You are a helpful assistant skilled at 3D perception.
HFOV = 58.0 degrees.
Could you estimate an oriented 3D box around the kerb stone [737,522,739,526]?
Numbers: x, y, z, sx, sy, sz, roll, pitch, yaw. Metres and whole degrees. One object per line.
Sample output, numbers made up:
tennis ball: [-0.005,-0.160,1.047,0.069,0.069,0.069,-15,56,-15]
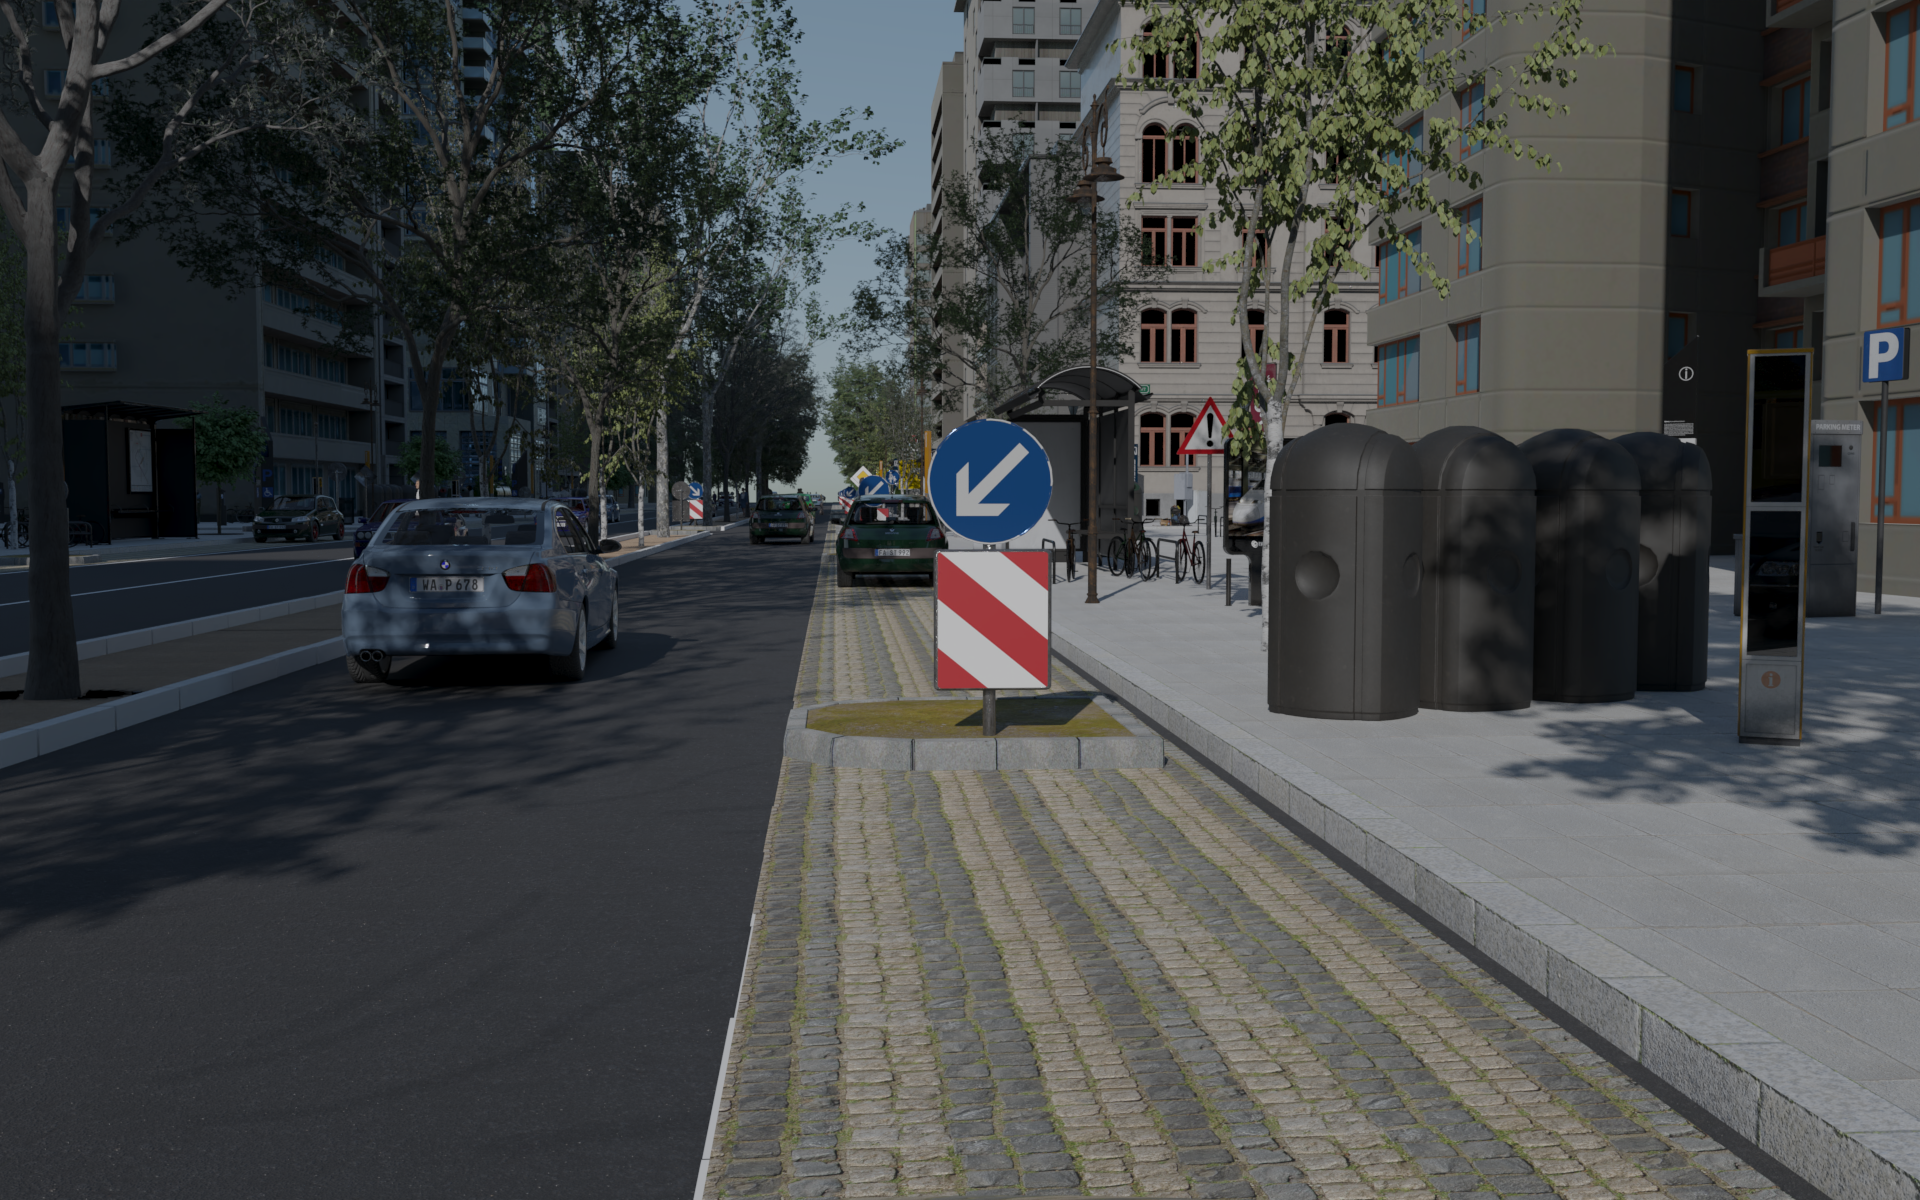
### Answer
kerb stone: [-9.906,-3.283,75.904,0.120,0.150,1.000,0,4,-4]

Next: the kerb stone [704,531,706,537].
kerb stone: [-8.539,-2.128,56.981,0.120,0.150,1.000,0,4,-4]

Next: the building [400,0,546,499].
building: [-49.462,-51.527,155.142,22.319,86.520,31.000,0,4,-4]

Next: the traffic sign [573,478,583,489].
traffic sign: [-29.765,-8.246,134.933,0.768,2.556,0.104,0,4,-2]

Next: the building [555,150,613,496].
building: [-48.292,-31.594,200.150,14.154,41.232,14.086,0,4,-4]

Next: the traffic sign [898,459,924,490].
traffic sign: [-2.440,-6.492,100.012,2.265,3.308,0.079,0,4,3]

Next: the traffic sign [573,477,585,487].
traffic sign: [-29.151,-8.105,132.524,0.884,2.594,0.081,0,4,-1]

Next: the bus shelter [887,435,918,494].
bus shelter: [-3.721,-8.338,113.951,2.179,5.291,8.768,0,4,-4]

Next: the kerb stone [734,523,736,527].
kerb stone: [-9.763,-3.160,73.853,0.120,0.150,1.000,0,4,-4]

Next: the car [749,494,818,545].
car: [-5.169,-2.490,50.505,2.009,1.686,4.222,0,4,-2]

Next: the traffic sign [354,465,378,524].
traffic sign: [-20.631,-3.457,60.168,0.795,2.450,0.064,0,4,-4]

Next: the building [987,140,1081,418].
building: [9.896,-17.879,111.396,14.314,24.678,30.058,0,4,-4]

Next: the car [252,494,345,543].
car: [-19.845,-2.583,52.018,2.009,1.686,4.222,0,4,-3]

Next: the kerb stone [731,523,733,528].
kerb stone: [-9.615,-3.035,71.815,0.120,0.150,1.000,0,4,-4]

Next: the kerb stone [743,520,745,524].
kerb stone: [-10.278,-3.593,81.016,0.120,0.150,1.000,0,4,-4]

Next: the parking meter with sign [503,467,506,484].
parking meter with sign: [-28.017,-6.950,109.887,1.738,3.016,0.543,0,4,-6]

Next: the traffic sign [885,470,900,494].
traffic sign: [-3.571,-5.593,91.549,0.768,2.556,0.104,0,4,-3]

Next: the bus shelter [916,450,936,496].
bus shelter: [-0.934,-5.241,79.620,2.014,3.302,5.546,0,4,-4]

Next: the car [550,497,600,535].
car: [-13.312,-2.823,58.743,1.945,1.354,3.894,0,4,-2]

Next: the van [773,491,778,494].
van: [-28.457,-15.687,263.499,2.013,2.044,4.112,0,4,-6]

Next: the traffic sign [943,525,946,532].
traffic sign: [-0.466,-3.199,52.409,0.768,2.556,0.104,0,4,1]

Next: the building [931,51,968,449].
building: [8.100,-34.502,187.810,21.300,48.544,21.600,0,4,-4]

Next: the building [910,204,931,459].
building: [-0.495,-37.684,266.238,14.600,45.320,14.200,0,4,-4]

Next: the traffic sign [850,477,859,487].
traffic sign: [-4.007,-4.019,69.354,0.795,2.450,0.064,0,4,-4]

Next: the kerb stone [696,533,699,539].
kerb stone: [-8.314,-1.940,53.922,0.120,0.150,1.000,0,4,-4]

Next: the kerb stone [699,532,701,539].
kerb stone: [-8.398,-1.995,54.941,0.120,0.150,1.000,0,4,-4]

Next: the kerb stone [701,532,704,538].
kerb stone: [-8.468,-2.061,55.961,0.120,0.150,1.000,0,4,-4]

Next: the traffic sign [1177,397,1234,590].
traffic sign: [3.340,-1.419,23.211,0.884,2.594,0.081,0,4,1]

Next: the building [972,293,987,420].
building: [6.643,-16.599,136.021,10.561,19.102,19.286,0,4,-4]

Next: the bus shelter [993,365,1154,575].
bus shelter: [1.824,-2.201,29.904,2.014,3.302,5.546,0,4,-4]

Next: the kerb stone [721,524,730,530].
kerb stone: [-9.470,-2.903,69.776,0.120,0.150,1.000,0,4,-4]

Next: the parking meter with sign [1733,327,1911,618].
parking meter with sign: [9.007,-1.340,18.174,1.738,3.016,0.543,-1,4,-16]

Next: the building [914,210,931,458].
building: [0.343,-34.731,251.444,14.154,41.232,14.086,0,4,-4]

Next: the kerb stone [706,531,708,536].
kerb stone: [-8.622,-2.190,58.000,0.120,0.150,1.000,0,4,-4]

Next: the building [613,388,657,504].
building: [-58.037,-24.624,247.640,27.650,21.520,28.899,0,4,-4]

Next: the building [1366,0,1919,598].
building: [25.074,-11.304,29.863,27.650,21.520,28.899,0,4,-4]

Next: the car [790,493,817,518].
car: [-7.988,-4.668,85.112,1.959,1.807,4.718,0,4,-4]

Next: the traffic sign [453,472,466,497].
traffic sign: [-26.732,-5.645,92.404,0.768,2.556,0.104,0,4,-2]

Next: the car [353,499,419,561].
car: [-11.247,-1.408,35.602,1.945,1.354,3.894,0,4,-6]

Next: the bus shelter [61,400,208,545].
bus shelter: [-22.074,-3.371,46.391,1.731,3.624,6.357,0,4,-4]

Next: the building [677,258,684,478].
building: [-54.174,-37.171,291.346,14.154,41.232,14.086,0,4,-4]

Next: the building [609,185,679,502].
building: [-56.155,-39.704,272.864,21.300,48.544,21.600,0,4,-4]

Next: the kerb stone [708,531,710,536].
kerb stone: [-8.687,-2.252,59.020,0.120,0.150,1.000,0,4,-4]

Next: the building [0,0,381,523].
building: [-43.189,-28.341,87.084,21.300,48.544,21.600,0,4,-4]

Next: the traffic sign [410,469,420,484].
traffic sign: [-21.208,-3.944,68.133,0.795,2.450,0.064,0,4,-4]

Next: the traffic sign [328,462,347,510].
traffic sign: [-25.094,-4.263,69.811,0.768,2.556,0.104,0,4,-2]

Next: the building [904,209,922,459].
building: [2.074,-40.954,289.200,23.786,49.044,30.456,0,4,-4]

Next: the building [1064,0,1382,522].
building: [17.691,-18.159,84.286,23.554,28.519,14.401,0,4,-4]

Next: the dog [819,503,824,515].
dog: [-9.696,-6.318,120.140,0.513,0.831,0.800,2,4,35]

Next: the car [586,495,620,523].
car: [-18.174,-4.600,87.210,2.014,1.417,4.499,0,4,-5]

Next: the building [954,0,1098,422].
building: [14.662,-35.090,162.965,28.713,52.752,27.495,0,4,-4]

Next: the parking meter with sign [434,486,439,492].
parking meter with sign: [-32.114,-6.651,104.998,1.738,3.016,0.543,3,4,39]

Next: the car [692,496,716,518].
car: [-15.336,-5.458,101.819,1.945,1.354,3.894,0,4,-2]

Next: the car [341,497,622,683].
car: [-3.892,-0.152,14.494,2.014,1.417,4.499,0,4,-6]

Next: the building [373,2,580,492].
building: [-51.252,-45.447,181.305,20.563,71.187,20.611,0,4,-4]

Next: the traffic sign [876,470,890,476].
traffic sign: [-5.734,-9.014,141.258,2.265,3.308,0.079,0,4,-1]

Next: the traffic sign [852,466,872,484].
traffic sign: [-3.430,-3.532,61.389,0.795,2.450,0.064,0,4,-4]

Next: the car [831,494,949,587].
car: [-1.091,-1.105,27.849,2.009,1.686,4.222,0,4,-2]
